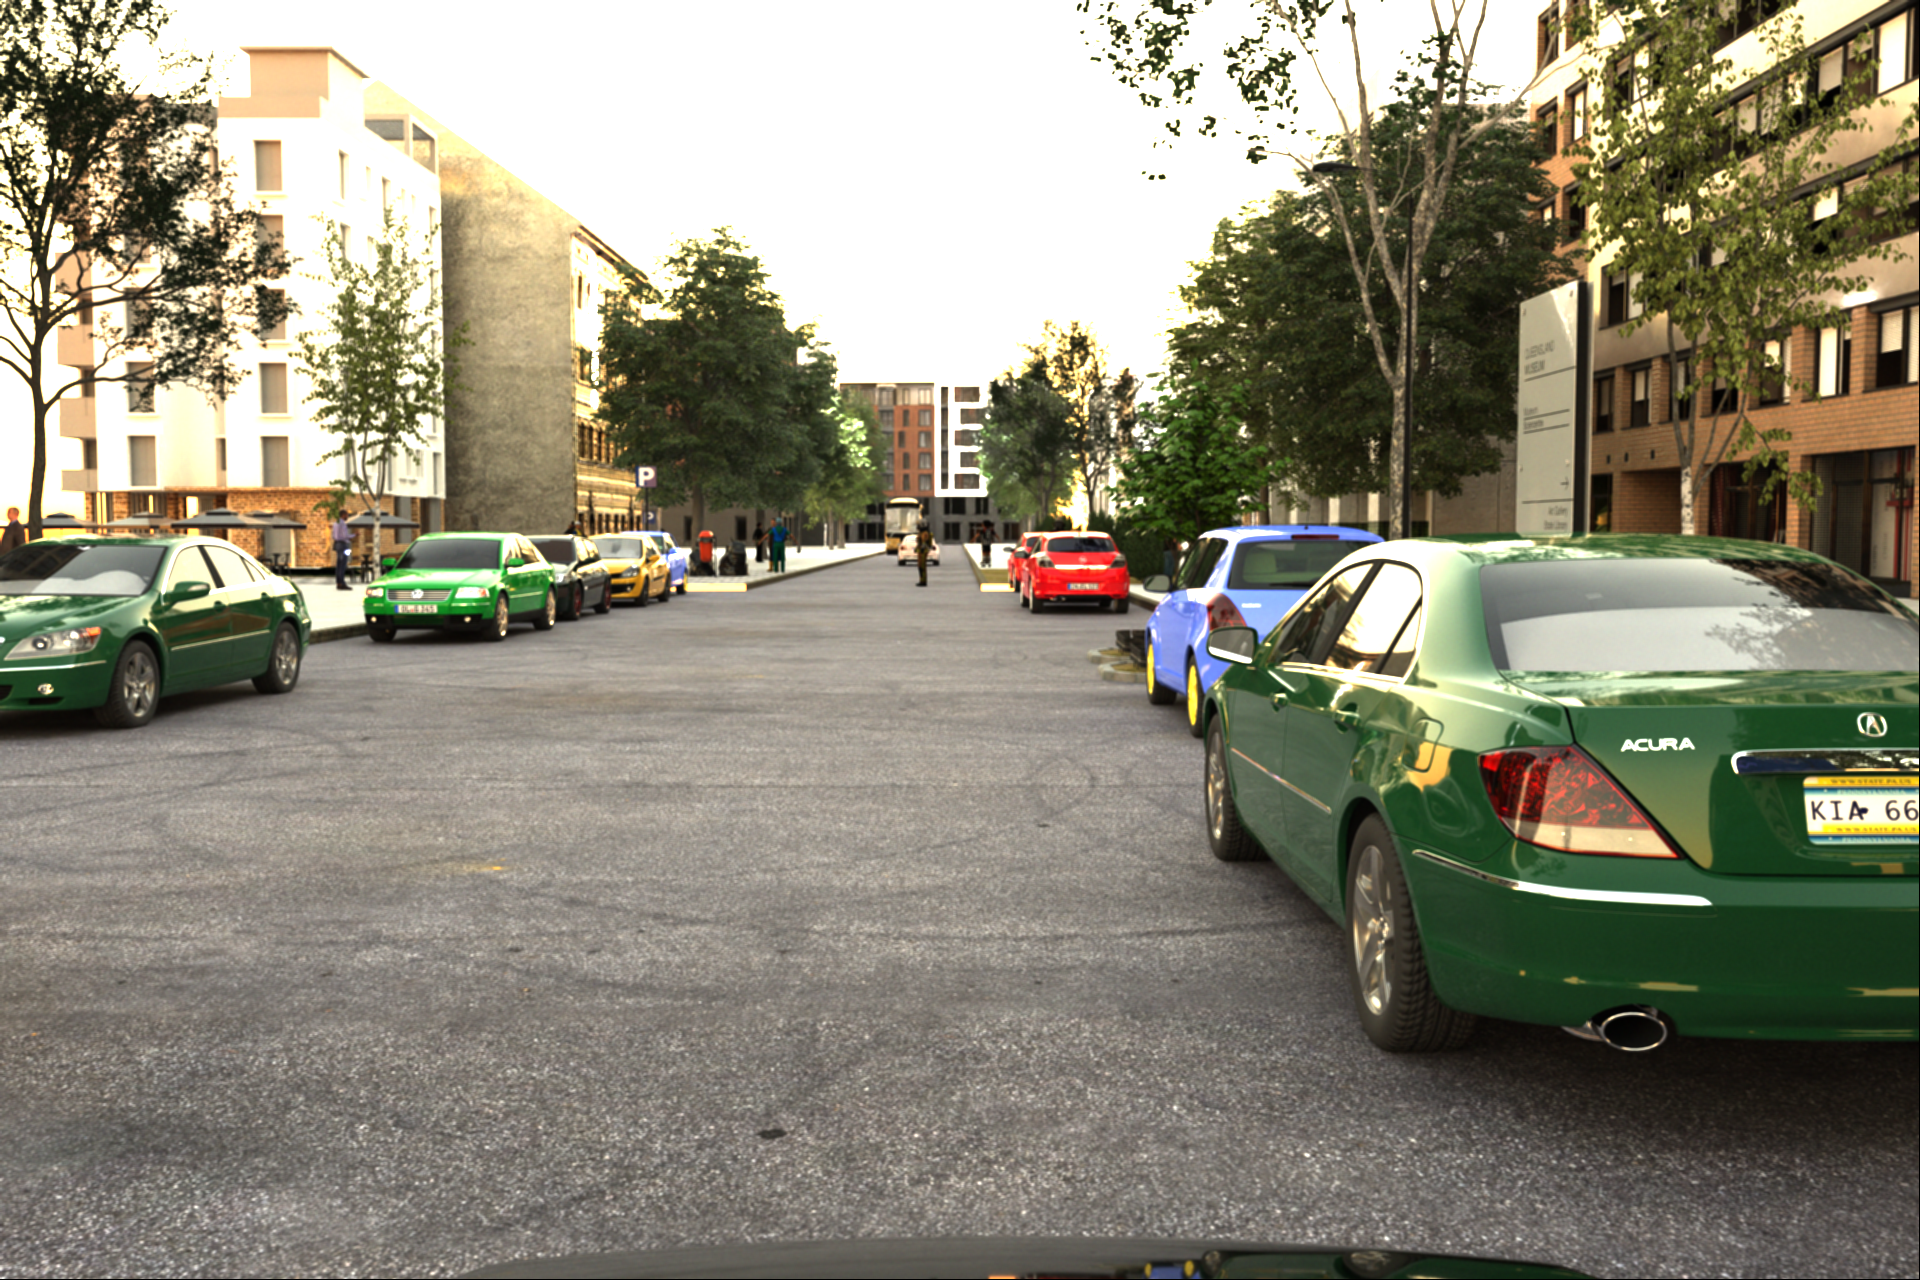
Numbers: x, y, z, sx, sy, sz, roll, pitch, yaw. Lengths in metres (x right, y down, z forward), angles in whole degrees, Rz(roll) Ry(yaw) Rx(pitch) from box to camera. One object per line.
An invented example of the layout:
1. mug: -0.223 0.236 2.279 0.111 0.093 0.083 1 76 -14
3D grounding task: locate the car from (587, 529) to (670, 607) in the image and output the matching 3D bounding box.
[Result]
1. car: -7.011 -1.531 35.255 2.015 1.641 3.980 0 3 0

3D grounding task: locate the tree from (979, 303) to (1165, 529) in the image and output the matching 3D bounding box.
1. tree: 5.263 -8.280 69.787 8.767 10.594 7.601 -3 5 -42

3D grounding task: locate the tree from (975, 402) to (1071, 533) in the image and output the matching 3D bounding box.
1. tree: 4.892 -12.401 128.517 9.928 11.665 9.643 0 3 0

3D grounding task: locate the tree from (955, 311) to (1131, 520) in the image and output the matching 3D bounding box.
1. tree: 4.760 -11.379 96.414 12.009 13.543 11.850 0 3 0

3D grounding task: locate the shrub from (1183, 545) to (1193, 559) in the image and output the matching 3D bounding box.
1. shrub: 8.478 -3.126 62.231 1.383 1.207 1.383 0 3 0

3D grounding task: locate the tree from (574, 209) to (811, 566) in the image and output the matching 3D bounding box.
1. tree: -10.644 -9.989 69.982 9.857 13.997 8.962 0 3 0

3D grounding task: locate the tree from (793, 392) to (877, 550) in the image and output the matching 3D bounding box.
1. tree: -10.601 -13.372 136.755 7.486 12.596 7.792 0 3 0

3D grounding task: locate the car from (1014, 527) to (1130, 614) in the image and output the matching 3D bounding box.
1. car: 2.116 -1.449 32.734 2.155 1.783 4.494 0 4 -1

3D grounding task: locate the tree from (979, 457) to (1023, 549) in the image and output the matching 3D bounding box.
1. tree: 5.441 -13.688 149.561 9.928 11.665 9.643 0 3 0

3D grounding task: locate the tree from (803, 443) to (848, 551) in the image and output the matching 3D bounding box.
1. tree: -10.088 -10.917 128.861 4.737 8.622 4.395 0 3 0

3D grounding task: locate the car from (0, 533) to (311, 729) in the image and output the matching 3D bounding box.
1. car: -6.968 -0.151 14.260 2.131 1.459 4.920 0 3 0

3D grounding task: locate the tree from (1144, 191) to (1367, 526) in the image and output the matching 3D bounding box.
1. tree: 9.882 -8.574 58.312 7.486 12.596 7.792 0 3 0

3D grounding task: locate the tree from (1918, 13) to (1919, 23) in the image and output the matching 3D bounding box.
1. tree: 8.517 -4.561 8.989 7.601 10.594 8.767 -2 4 -32

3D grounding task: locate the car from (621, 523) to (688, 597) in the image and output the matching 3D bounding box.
1. car: -7.355 -1.855 39.921 1.945 1.707 3.694 0 4 0

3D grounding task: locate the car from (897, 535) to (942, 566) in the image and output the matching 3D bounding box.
1. car: -1.879 -4.121 79.739 2.083 1.381 4.827 0 4 0

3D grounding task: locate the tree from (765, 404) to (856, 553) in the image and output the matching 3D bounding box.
1. tree: -10.395 -11.042 114.943 7.601 10.594 8.767 -1 4 -11

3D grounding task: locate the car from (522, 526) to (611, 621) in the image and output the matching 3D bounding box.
1. car: -7.178 -1.228 29.864 2.009 1.686 4.222 0 4 0

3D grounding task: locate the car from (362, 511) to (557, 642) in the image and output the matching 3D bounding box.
1. car: -6.977 -0.960 24.490 1.959 1.807 4.718 0 4 0

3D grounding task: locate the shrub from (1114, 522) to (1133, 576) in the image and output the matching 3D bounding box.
1. shrub: 5.154 -2.963 52.481 1.661 2.075 1.752 0 3 0

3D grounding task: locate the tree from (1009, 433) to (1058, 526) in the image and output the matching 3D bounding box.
1. tree: 5.173 -10.296 118.705 4.737 8.622 4.395 0 3 0

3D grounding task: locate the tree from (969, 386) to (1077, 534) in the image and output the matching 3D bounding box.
1. tree: 5.346 -14.173 138.378 9.857 13.997 8.962 0 3 0

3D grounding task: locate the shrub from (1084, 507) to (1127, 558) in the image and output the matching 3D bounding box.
1. shrub: 3.880 -2.674 48.145 1.690 2.028 1.600 0 3 0

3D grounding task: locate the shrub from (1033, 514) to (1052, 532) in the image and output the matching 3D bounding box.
1. shrub: 3.109 -3.402 60.045 1.690 2.028 1.600 0 3 0

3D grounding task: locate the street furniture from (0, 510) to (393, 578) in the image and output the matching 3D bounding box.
1. street furniture: -24.294 -3.069 55.205 27.439 1.986 14.083 0 4 2

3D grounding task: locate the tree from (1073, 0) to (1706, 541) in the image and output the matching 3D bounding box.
1. tree: 8.435 -10.836 33.059 12.611 20.169 13.585 0 3 0

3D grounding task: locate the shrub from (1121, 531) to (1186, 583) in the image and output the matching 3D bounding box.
1. shrub: 5.036 -2.483 45.014 1.690 2.028 1.600 0 3 0

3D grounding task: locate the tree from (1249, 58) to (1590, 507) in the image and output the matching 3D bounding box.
1. tree: 12.326 -8.659 48.237 9.857 13.997 8.962 0 3 0

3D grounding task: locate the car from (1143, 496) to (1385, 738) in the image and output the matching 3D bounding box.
1. car: 2.442 -0.239 13.496 1.945 1.707 3.694 0 4 -1

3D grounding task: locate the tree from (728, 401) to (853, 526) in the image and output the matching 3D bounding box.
1. tree: -10.114 -10.060 98.899 8.767 10.594 7.601 0 4 6

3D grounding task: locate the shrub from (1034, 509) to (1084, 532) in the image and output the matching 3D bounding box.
1. shrub: 3.039 -2.987 52.872 1.661 2.075 1.752 0 3 0

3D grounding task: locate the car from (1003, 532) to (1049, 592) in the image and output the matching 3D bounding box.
1. car: 2.190 -2.150 44.189 2.155 1.783 4.494 0 4 -1

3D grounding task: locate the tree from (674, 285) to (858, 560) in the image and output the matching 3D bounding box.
1. tree: -9.906 -10.980 86.170 9.857 13.997 8.962 0 3 0

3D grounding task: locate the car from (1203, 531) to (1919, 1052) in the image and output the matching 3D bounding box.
1. car: 2.039 0.341 6.228 2.131 1.459 4.920 0 4 -1

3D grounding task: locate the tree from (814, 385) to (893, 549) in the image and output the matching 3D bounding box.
1. tree: -10.271 -14.881 149.960 9.857 13.997 8.962 0 3 0

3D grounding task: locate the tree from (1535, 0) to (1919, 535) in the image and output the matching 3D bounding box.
1. tree: 8.562 -4.243 19.736 4.737 8.622 4.395 0 3 0

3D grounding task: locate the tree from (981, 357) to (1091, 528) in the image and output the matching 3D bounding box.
1. tree: 4.963 -11.787 110.840 7.486 12.596 7.792 0 3 0

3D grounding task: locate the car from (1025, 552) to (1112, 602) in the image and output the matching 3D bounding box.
1. car: 2.329 -1.709 37.729 2.009 1.686 4.222 0 4 -1
